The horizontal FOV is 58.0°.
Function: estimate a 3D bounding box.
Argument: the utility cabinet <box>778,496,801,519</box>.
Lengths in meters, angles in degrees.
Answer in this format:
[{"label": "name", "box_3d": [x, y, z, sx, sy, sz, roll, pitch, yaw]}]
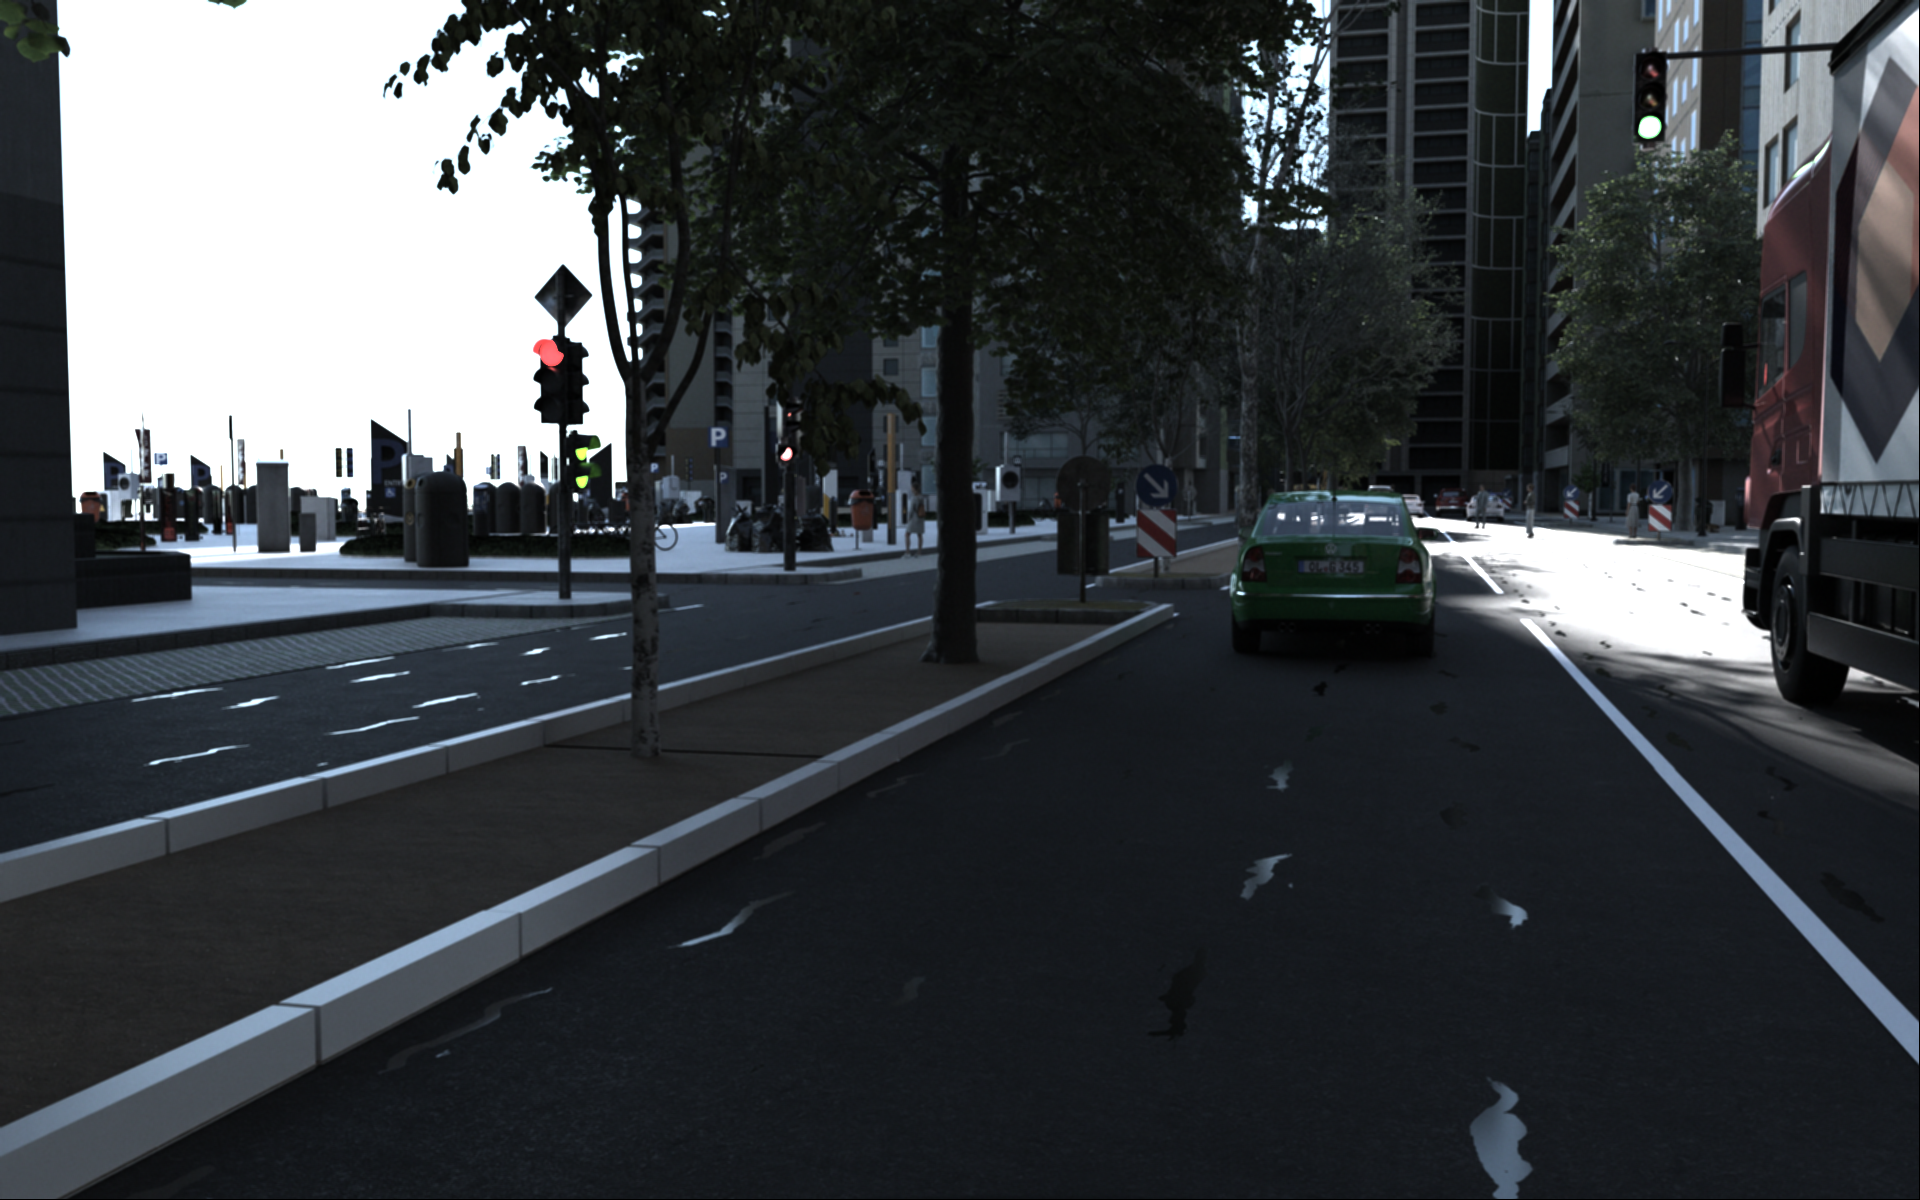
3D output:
[{"label": "utility cabinet", "box_3d": [-5.806, -2.853, 57.801, 1.020, 1.237, 0.306, 1, 4, 20]}]

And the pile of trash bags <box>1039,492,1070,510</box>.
[{"label": "pile of trash bags", "box_3d": [5.283, -5.225, 95.189, 1.912, 1.369, 3.447, 0, 4, -2]}]

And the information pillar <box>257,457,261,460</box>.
[{"label": "information pillar", "box_3d": [-43.861, -7.176, 108.682, 0.504, 3.616, 0.183, 2, 4, 26]}]

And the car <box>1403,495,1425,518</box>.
[{"label": "car", "box_3d": [27.222, -5.688, 105.358, 2.083, 1.381, 4.827, 1, 4, 14]}]

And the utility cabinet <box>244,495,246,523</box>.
[{"label": "utility cabinet", "box_3d": [-31.821, -4.035, 77.141, 0.306, 1.237, 1.020, 3, 5, 42]}]

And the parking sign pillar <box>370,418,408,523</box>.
[{"label": "parking sign pillar", "box_3d": [-20.101, -4.442, 61.095, 1.447, 3.967, 1.447, -1, 4, -14]}]

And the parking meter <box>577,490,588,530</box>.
[{"label": "parking meter", "box_3d": [-13.624, -3.312, 62.560, 0.372, 1.533, 0.369, 0, 3, 0]}]

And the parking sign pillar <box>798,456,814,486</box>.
[{"label": "parking sign pillar", "box_3d": [-9.443, -7.276, 107.430, 1.447, 3.967, 1.447, -1, 4, -10]}]

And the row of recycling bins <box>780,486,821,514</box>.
[{"label": "row of recycling bins", "box_3d": [-7.808, -4.763, 84.987, 1.069, 1.692, 3.534, -2, 4, -29]}]

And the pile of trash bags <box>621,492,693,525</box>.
[{"label": "pile of trash bags", "box_3d": [-12.833, -3.930, 74.004, 1.912, 1.369, 3.447, -2, 4, -34]}]

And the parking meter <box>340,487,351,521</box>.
[{"label": "parking meter", "box_3d": [-22.266, -3.328, 62.830, 0.372, 1.533, 0.369, 0, 3, 0]}]

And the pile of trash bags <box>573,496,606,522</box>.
[{"label": "pile of trash bags", "box_3d": [-16.838, -4.311, 80.238, 3.447, 1.369, 1.912, -1, 4, -9]}]

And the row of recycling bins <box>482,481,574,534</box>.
[{"label": "row of recycling bins", "box_3d": [-14.154, -2.995, 56.087, 3.534, 1.692, 1.069, 1, 4, 14]}]

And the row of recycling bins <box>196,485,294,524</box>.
[{"label": "row of recycling bins", "box_3d": [-30.904, -4.150, 74.963, 3.534, 1.692, 1.069, -1, 4, -10]}]

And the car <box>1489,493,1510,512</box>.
[{"label": "car", "box_3d": [39.761, -7.258, 128.259, 1.945, 1.707, 3.694, 1, 4, 14]}]

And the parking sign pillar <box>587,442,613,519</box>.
[{"label": "parking sign pillar", "box_3d": [-18.541, -6.154, 89.097, 1.447, 3.967, 1.447, -3, 5, -39]}]

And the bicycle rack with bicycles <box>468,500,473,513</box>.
[{"label": "bicycle rack with bicycles", "box_3d": [-29.876, -5.473, 102.862, 2.852, 0.926, 2.925, 2, 4, 30]}]

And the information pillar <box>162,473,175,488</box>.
[{"label": "information pillar", "box_3d": [-27.163, -3.364, 59.489, 0.304, 2.012, 0.304, -3, 5, -42]}]

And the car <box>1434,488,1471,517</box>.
[{"label": "car", "box_3d": [30.981, -6.132, 108.935, 2.281, 1.827, 5.304, 1, 4, 15]}]

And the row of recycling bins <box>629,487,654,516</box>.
[{"label": "row of recycling bins", "box_3d": [-18.130, -5.563, 98.066, 1.069, 1.692, 3.534, 2, 4, 28]}]

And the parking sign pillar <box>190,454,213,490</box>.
[{"label": "parking sign pillar", "box_3d": [-50.324, -7.733, 114.912, 1.447, 3.967, 1.447, -3, 4, -38]}]

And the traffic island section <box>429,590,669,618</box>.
[{"label": "traffic island section", "box_3d": [-4.869, 0.061, 21.285, 2.009, 0.180, 2.903, 1, 4, 14]}]

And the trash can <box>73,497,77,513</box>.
[{"label": "trash can", "box_3d": [-50.637, -5.319, 98.616, 0.748, 1.137, 0.748, 0, 3, 0]}]

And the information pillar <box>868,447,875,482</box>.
[{"label": "information pillar", "box_3d": [-4.396, -5.799, 86.174, 0.183, 3.616, 0.504, 2, 4, 33]}]

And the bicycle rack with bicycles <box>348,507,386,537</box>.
[{"label": "bicycle rack with bicycles", "box_3d": [-15.386, -2.055, 46.984, 2.852, 0.926, 2.925, 0, 4, -3]}]

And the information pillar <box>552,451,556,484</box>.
[{"label": "information pillar", "box_3d": [-22.321, -6.357, 95.288, 0.183, 3.616, 0.504, -2, 4, -31]}]

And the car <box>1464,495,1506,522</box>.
[{"label": "car", "box_3d": [27.378, -4.767, 90.299, 2.083, 1.381, 4.827, 1, 4, 16]}]

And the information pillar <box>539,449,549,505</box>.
[{"label": "information pillar", "box_3d": [-21.610, -6.033, 89.992, 0.504, 3.616, 0.183, -2, 4, -26]}]

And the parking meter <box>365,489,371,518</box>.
[{"label": "parking meter", "box_3d": [-29.004, -4.690, 85.091, 0.372, 1.533, 0.369, 0, 3, 0]}]

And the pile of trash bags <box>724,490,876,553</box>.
[{"label": "pile of trash bags", "box_3d": [-3.485, -1.794, 39.090, 3.447, 1.369, 1.912, -2, 4, -30]}]

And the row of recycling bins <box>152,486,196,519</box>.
[{"label": "row of recycling bins", "box_3d": [-41.016, -5.185, 91.879, 1.069, 1.692, 3.534, 3, 5, 43]}]

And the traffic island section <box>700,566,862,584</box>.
[{"label": "traffic island section", "box_3d": [-2.869, -0.412, 29.016, 2.009, 0.180, 2.903, 1, 4, 14]}]

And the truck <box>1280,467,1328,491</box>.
[{"label": "truck", "box_3d": [24.127, -7.602, 120.211, 3.469, 3.379, 9.791, 1, 4, 13]}]

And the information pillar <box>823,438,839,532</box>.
[{"label": "information pillar", "box_3d": [-4.370, -4.110, 58.560, 0.504, 3.616, 0.183, -1, 4, -20]}]

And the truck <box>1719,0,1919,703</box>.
[{"label": "truck", "box_3d": [6.042, -1.190, 8.366, 2.839, 4.237, 11.283, 1, 4, 14]}]

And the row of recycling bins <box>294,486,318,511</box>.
[{"label": "row of recycling bins", "box_3d": [-38.666, -5.780, 101.622, 1.069, 1.692, 3.534, 0, 3, 0]}]

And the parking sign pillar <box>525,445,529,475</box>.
[{"label": "parking sign pillar", "box_3d": [-23.932, -6.518, 95.039, 1.447, 3.967, 1.447, -1, 4, -18]}]

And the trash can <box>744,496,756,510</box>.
[{"label": "trash can", "box_3d": [-12.902, -5.805, 106.560, 0.748, 1.137, 0.748, 0, 3, 0]}]

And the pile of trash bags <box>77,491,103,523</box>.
[{"label": "pile of trash bags", "box_3d": [-26.234, -2.409, 49.146, 3.447, 1.369, 1.912, -2, 4, -34]}]

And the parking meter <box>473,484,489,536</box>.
[{"label": "parking meter", "box_3d": [-11.544, -2.039, 41.747, 0.372, 1.533, 0.369, 0, 3, 0]}]

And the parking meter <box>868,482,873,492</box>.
[{"label": "parking meter", "box_3d": [-4.299, -4.810, 84.349, 0.255, 1.863, 0.399, -2, 4, -24]}]

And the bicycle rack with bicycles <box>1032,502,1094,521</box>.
[{"label": "bicycle rack with bicycles", "box_3d": [5.052, -4.296, 83.617, 2.925, 0.926, 2.852, 0, 4, 8]}]

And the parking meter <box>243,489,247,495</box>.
[{"label": "parking meter", "box_3d": [-33.928, -4.498, 81.958, 0.372, 1.533, 0.369, 0, 3, 0]}]

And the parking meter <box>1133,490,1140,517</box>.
[{"label": "parking meter", "box_3d": [9.939, -5.447, 97.471, 0.372, 1.533, 0.369, 0, 3, 0]}]

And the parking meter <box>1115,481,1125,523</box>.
[{"label": "parking meter", "box_3d": [7.090, -4.350, 76.838, 0.399, 1.863, 0.255, 0, 4, -5]}]

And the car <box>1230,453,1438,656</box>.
[{"label": "car", "box_3d": [3.660, -0.493, 16.854, 1.959, 1.807, 4.718, 1, 4, 13]}]

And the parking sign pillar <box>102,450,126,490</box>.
[{"label": "parking sign pillar", "box_3d": [-52.004, -7.227, 106.629, 1.447, 3.967, 1.447, -2, 4, -33]}]

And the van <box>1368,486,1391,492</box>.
[{"label": "van", "box_3d": [22.199, -5.161, 91.389, 2.013, 2.044, 4.112, 1, 4, 14]}]

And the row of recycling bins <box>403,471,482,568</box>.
[{"label": "row of recycling bins", "box_3d": [-9.595, -1.509, 31.783, 1.069, 1.692, 3.534, -1, 4, -22]}]

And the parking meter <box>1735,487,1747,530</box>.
[{"label": "parking meter", "box_3d": [27.883, -3.265, 61.796, 0.372, 1.533, 0.369, 0, 3, 0]}]

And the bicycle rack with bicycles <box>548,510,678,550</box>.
[{"label": "bicycle rack with bicycles", "box_3d": [-7.877, -1.582, 39.240, 2.925, 0.926, 2.852, -1, 4, -14]}]

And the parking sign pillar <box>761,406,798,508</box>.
[{"label": "parking sign pillar", "box_3d": [-5.921, -4.001, 53.888, 1.447, 3.967, 1.447, -1, 4, -11]}]

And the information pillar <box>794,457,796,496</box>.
[{"label": "information pillar", "box_3d": [-7.887, -5.570, 82.416, 0.183, 3.616, 0.504, 0, 4, -2]}]

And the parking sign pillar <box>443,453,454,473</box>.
[{"label": "parking sign pillar", "box_3d": [-33.297, -7.646, 113.489, 1.447, 3.967, 1.447, 2, 4, 35]}]
